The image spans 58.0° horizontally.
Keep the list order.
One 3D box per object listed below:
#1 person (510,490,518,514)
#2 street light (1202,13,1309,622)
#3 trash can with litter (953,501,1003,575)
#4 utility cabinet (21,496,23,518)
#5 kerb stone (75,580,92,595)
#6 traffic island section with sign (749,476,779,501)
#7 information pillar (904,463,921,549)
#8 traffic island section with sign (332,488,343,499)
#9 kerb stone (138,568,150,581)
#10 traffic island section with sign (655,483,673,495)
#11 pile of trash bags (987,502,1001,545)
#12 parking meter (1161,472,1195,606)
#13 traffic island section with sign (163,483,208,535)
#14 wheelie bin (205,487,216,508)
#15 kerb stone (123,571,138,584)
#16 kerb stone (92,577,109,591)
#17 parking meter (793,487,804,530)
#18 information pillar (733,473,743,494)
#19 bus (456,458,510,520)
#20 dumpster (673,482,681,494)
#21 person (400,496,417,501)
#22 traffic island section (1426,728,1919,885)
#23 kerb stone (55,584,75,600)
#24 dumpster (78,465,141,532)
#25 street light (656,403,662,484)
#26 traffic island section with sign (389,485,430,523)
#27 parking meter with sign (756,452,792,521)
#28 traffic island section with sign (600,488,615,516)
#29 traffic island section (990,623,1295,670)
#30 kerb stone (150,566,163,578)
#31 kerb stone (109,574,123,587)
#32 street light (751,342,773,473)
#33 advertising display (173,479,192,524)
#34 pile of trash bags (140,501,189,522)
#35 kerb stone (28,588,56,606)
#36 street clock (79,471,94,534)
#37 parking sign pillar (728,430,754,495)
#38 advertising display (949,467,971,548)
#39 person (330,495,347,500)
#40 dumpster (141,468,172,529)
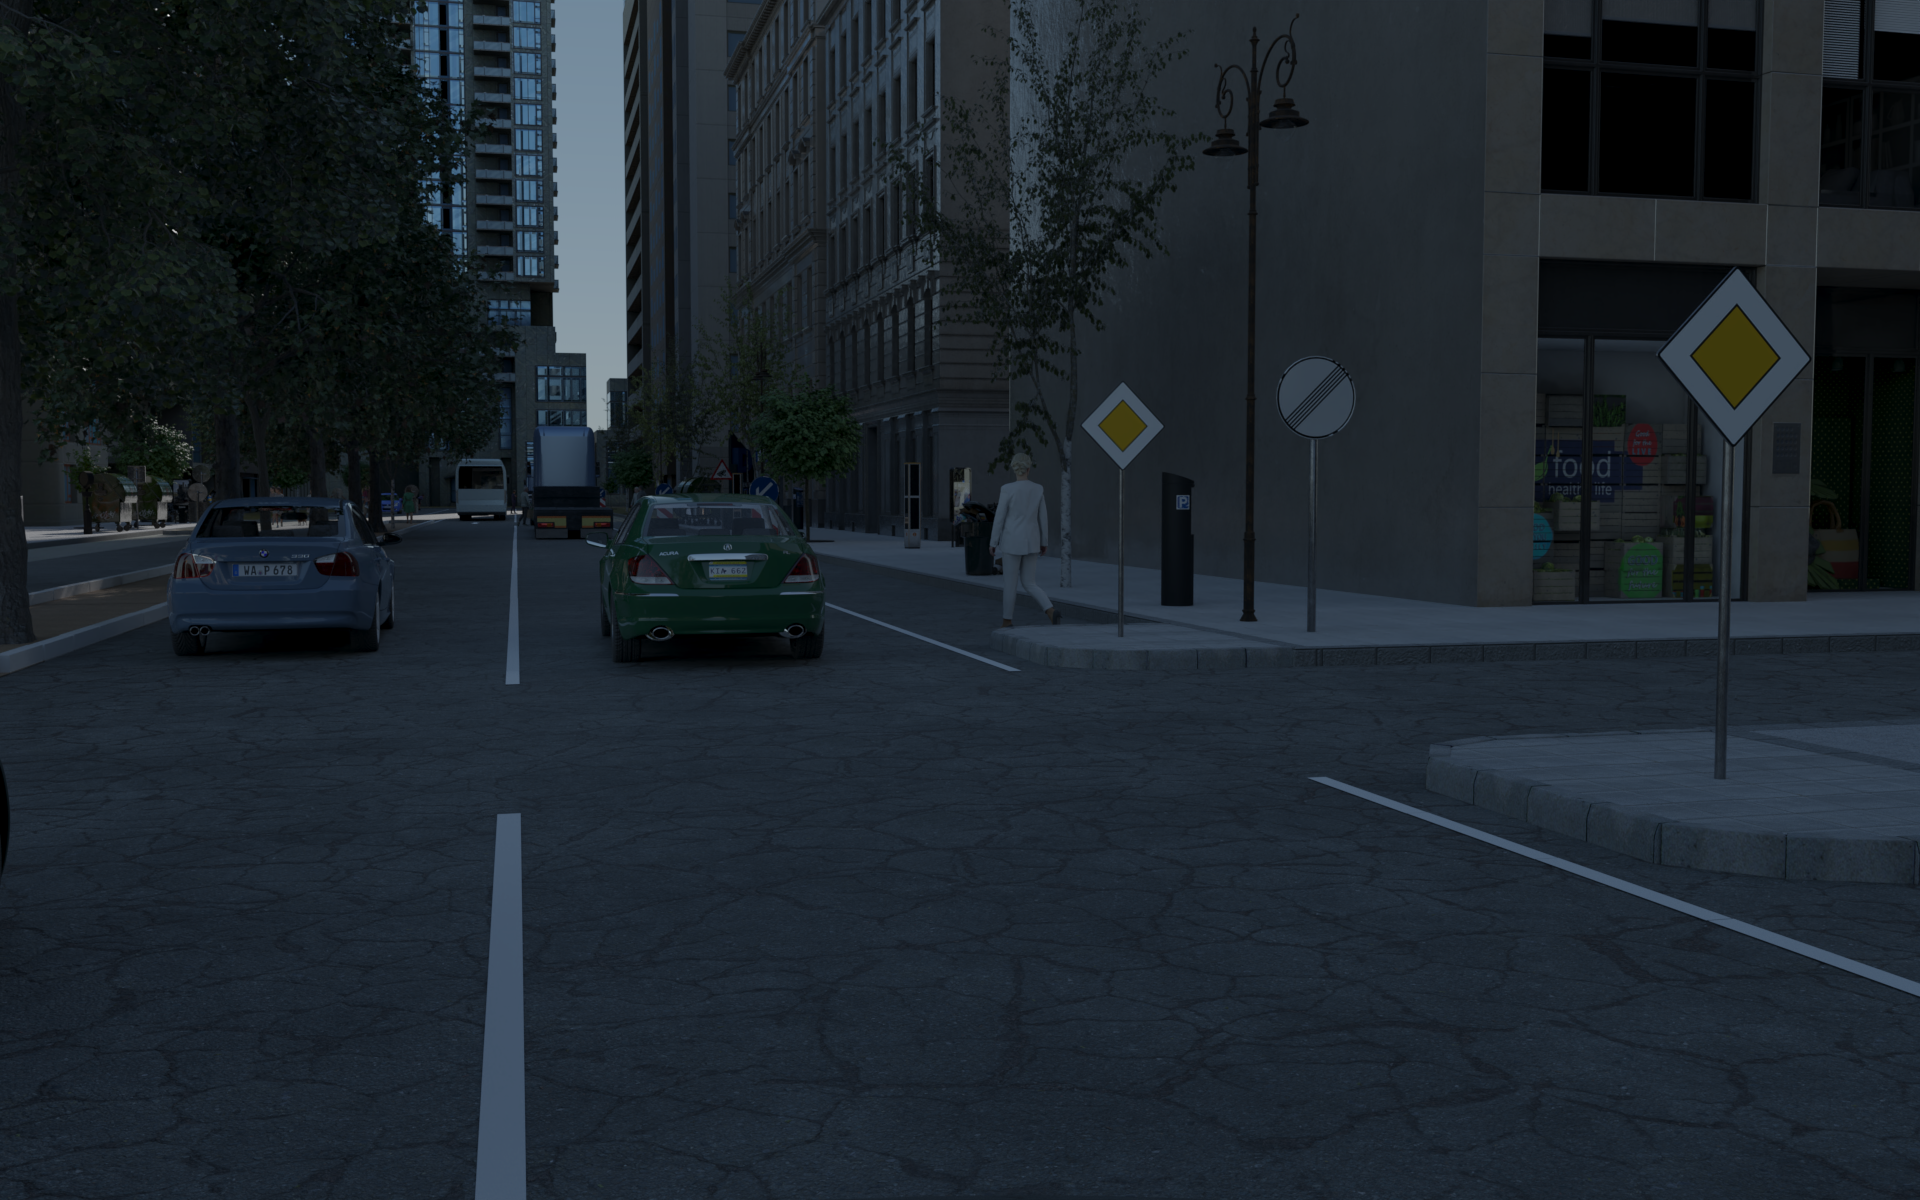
[{"bbox_3d":[-32.271,-7.087,125.286,0.530,1.710,0.541,-1,4,-12],"label":"person"},{"bbox_3d":[2.912,-2.723,17.301,0.468,5.910,1.993,-1,4,-14],"label":"street light"},{"bbox_3d":[0.454,-0.987,27.530,1.055,1.170,0.624,-3,5,-42],"label":"trash can with litter"},{"bbox_3d":[-30.334,-2.680,54.979,1.020,1.237,0.306,-1,4,-18],"label":"utility cabinet"},{"bbox_3d":[-12.597,-0.153,24.694,0.120,0.150,1.000,-1,4,-14],"label":"kerb stone"},{"bbox_3d":[-4.665,-1.884,39.426,1.989,1.847,2.006,-1,4,-14],"label":"traffic island section with sign"},{"bbox_3d":[-1.120,-2.214,40.688,0.304,2.012,0.304,-2,4,-23],"label":"information pillar"},{"bbox_3d":[-39.533,-6.208,110.135,1.989,1.847,2.006,-1,4,-14],"label":"traffic island section with sign"},{"bbox_3d":[-13.612,-0.396,28.668,0.120,0.150,1.000,-1,4,-14],"label":"kerb stone"},{"bbox_3d":[-11.352,-3.481,65.541,1.989,1.847,2.006,-1,4,-14],"label":"traffic island section with sign"},{"bbox_3d":[1.615,-2.139,44.731,1.912,1.369,3.447,1,4,17],"label":"pile of trash bags"},{"bbox_3d":[2.502,-0.703,19.908,0.372,1.533,0.369,0,3,0],"label":"parking meter"},{"bbox_3d":[-27.079,-3.234,61.498,1.989,1.847,2.006,-1,4,-14],"label":"traffic island section with sign"},{"bbox_3d":[-34.428,-4.397,79.799,0.693,1.594,0.980,-2,4,-26],"label":"wheelie bin"},{"bbox_3d":[-13.353,-0.335,27.676,0.120,0.150,1.000,-1,4,-14],"label":"kerb stone"},{"bbox_3d":[-12.846,-0.213,25.685,0.120,0.150,1.000,-1,4,-14],"label":"kerb stone"},{"bbox_3d":[-5.844,-3.315,62.604,0.372,1.533,0.369,0,3,0],"label":"parking meter"},{"bbox_3d":[-7.819,-3.457,61.019,0.304,2.012,0.304,0,4,6],"label":"information pillar"},{"bbox_3d":[-26.771,-6.261,97.228,2.948,3.499,13.247,-1,4,-14],"label":"bus"},{"bbox_3d":[-11.637,-4.208,74.566,1.264,1.857,1.865,-1,4,-14],"label":"dumpster"},{"bbox_3d":[-38.943,-6.926,122.454,1.217,1.743,0.721,-1,4,-14],"label":"person"},{"bbox_3d":[3.444,0.884,7.825,2.009,0.180,2.903,-1,4,-14],"label":"traffic island section"},{"bbox_3d":[-12.339,-0.092,23.704,0.120,0.150,1.000,-1,4,-14],"label":"kerb stone"},{"bbox_3d":[-28.886,-3.438,58.701,1.502,2.255,1.985,-1,4,-14],"label":"dumpster"},{"bbox_3d":[-15.257,-7.070,88.385,0.468,5.910,1.993,-1,4,-14],"label":"street light"},{"bbox_3d":[-27.101,-4.730,85.477,2.006,1.907,1.989,-1,4,-14],"label":"traffic island section with sign"},{"bbox_3d":[-7.057,-4.268,66.049,0.543,3.016,1.738,2,4,28],"label":"parking meter with sign"},{"bbox_3d":[-23.866,-6.465,114.330,1.989,1.847,2.006,-1,4,-14],"label":"traffic island section with sign"},{"bbox_3d":[1.461,0.411,15.561,2.009,0.180,2.903,-1,4,-14],"label":"traffic island section"},{"bbox_3d":[-13.866,-0.455,29.666,0.120,0.150,1.000,-1,4,-14],"label":"kerb stone"},{"bbox_3d":[-13.105,-0.274,26.681,0.120,0.150,1.000,-1,4,-14],"label":"kerb stone"},{"bbox_3d":[-6.047,-4.898,52.875,0.468,5.910,1.993,-1,4,-14],"label":"street light"},{"bbox_3d":[-33.878,-4.296,75.461,0.974,1.923,0.123,1,4,22],"label":"advertising display"},{"bbox_3d":[-36.972,-4.244,79.141,3.447,1.369,1.912,1,4,10],"label":"pile of trash bags"},{"bbox_3d":[-12.086,-0.025,22.708,0.120,0.150,1.000,-1,4,-14],"label":"kerb stone"},{"bbox_3d":[-27.741,-3.087,55.043,0.471,2.002,0.358,2,4,28],"label":"street clock"},{"bbox_3d":[-9.248,-5.189,73.319,1.447,3.967,1.447,2,4,28],"label":"parking sign pillar"},{"bbox_3d":[0.010,-2.245,41.927,0.123,1.923,0.974,2,4,26],"label":"advertising display"},{"bbox_3d":[-40.349,-6.345,112.251,1.348,1.824,0.705,-3,5,-42],"label":"person"},{"bbox_3d":[-30.243,-3.782,64.331,1.502,2.255,1.985,-1,4,-14],"label":"dumpster"}]
